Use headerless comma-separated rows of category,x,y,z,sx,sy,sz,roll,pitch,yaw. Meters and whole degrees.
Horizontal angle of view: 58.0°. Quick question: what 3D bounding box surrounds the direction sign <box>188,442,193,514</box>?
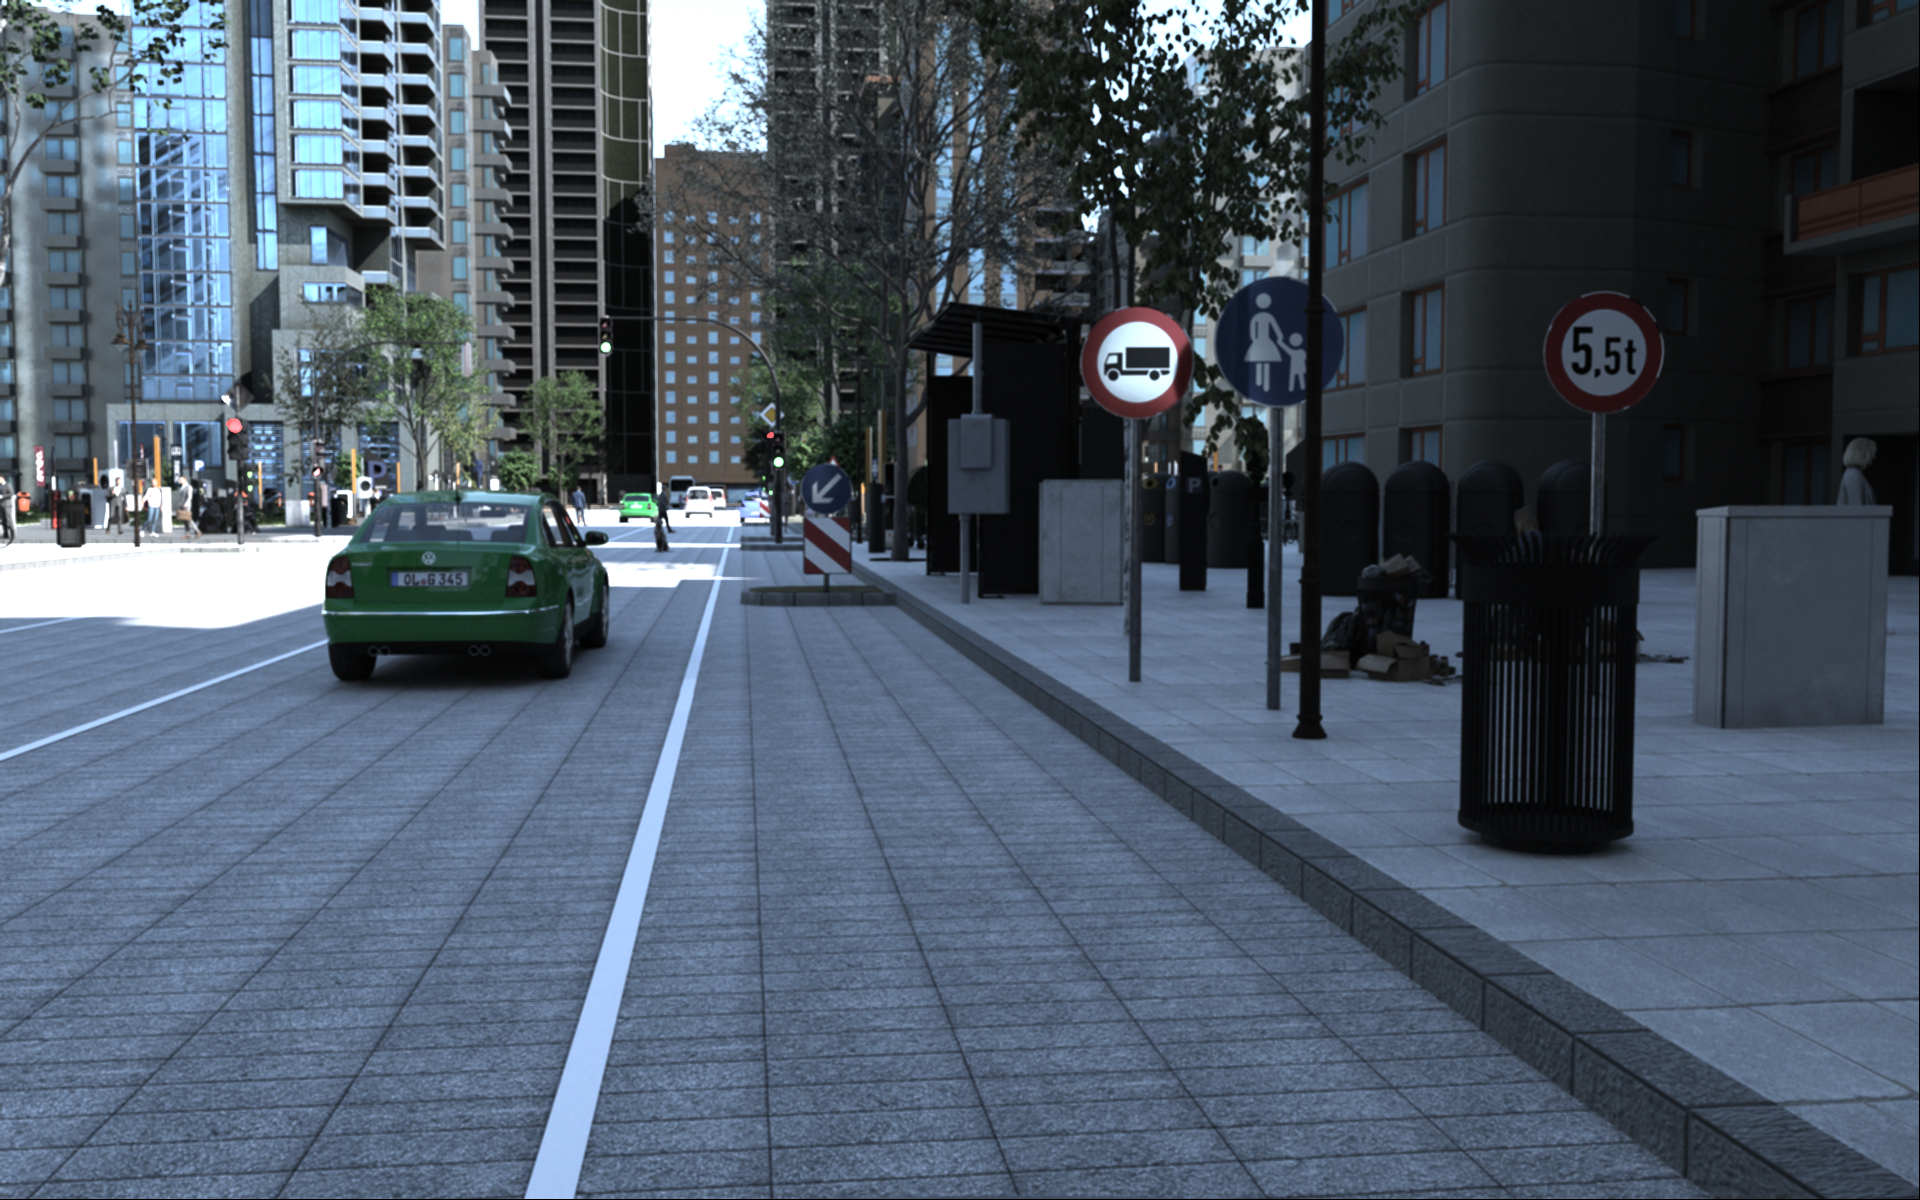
direction sign,-33.523,-5.108,75.516,0.379,3.537,0.876,-2,4,-30

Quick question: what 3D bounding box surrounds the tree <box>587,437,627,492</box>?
tree,-38.780,-14.617,189.342,4.360,8.622,3.978,0,3,0

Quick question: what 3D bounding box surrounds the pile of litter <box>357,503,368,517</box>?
pile of litter,-33.861,-5.092,97.227,1.719,0.858,1.176,-1,4,-18

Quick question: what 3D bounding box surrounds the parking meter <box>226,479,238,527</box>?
parking meter,-31.102,-4.181,74.064,0.399,1.863,0.255,0,4,-4

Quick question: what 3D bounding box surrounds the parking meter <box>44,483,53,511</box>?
parking meter,-47.521,-5.175,90.325,0.399,1.863,0.255,2,4,25

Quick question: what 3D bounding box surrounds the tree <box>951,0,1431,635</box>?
tree,1.756,-3.977,15.389,4.737,8.622,4.395,0,3,0

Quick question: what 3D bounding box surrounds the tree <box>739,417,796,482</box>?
tree,-20.402,-15.553,188.710,8.767,10.594,7.601,3,5,41

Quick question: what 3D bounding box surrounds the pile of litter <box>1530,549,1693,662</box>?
pile of litter,4.782,0.030,13.472,1.719,0.858,1.176,2,4,25

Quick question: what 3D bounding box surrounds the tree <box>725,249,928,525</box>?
tree,-4.964,-8.930,71.761,9.928,11.665,9.643,0,3,0

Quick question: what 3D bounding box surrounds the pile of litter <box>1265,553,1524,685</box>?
pile of litter,2.917,0.104,12.272,1.176,0.858,1.719,-2,4,-26

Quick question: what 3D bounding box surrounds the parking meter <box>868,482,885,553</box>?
parking meter,-1.819,-1.805,37.915,0.372,1.533,0.369,0,3,0

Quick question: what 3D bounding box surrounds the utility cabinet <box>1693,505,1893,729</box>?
utility cabinet,4.628,0.092,9.659,1.020,1.237,0.306,-1,4,-11

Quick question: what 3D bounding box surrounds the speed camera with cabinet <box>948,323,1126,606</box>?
speed camera with cabinet,0.909,-1.582,20.207,2.038,3.252,0.660,0,4,7

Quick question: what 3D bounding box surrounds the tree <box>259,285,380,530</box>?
tree,-22.429,-6.775,61.141,4.360,8.622,3.978,0,3,0

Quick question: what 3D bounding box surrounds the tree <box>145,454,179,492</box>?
tree,-38.521,-5.446,83.650,1.663,3.219,1.824,0,3,0

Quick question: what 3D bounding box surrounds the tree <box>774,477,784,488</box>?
tree,-17.739,-10.890,172.656,1.663,3.219,1.824,0,3,0

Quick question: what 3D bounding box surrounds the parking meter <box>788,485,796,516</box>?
parking meter,-9.783,-5.809,100.695,0.399,1.863,0.255,-3,5,-43

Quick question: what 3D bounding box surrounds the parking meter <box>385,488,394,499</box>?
parking meter,-24.995,-4.128,75.906,0.372,1.533,0.369,0,3,0

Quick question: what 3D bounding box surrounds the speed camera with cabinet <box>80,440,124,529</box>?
speed camera with cabinet,-31.799,-4.269,64.133,2.038,3.252,0.660,2,4,34

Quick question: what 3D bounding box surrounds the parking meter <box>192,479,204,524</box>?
parking meter,-29.085,-3.696,66.140,0.399,1.863,0.255,1,4,22

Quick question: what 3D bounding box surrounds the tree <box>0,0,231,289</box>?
tree,-19.682,-10.761,31.825,12.611,20.169,13.585,0,3,0

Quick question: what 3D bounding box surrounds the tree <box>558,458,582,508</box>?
tree,-35.386,-10.446,154.501,4.285,4.588,4.351,0,3,0

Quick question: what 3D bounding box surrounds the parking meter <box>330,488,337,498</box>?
parking meter,-25.088,-3.720,69.234,0.372,1.533,0.369,0,3,0

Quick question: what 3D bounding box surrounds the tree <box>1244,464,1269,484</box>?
tree,15.999,-6.133,94.883,1.663,3.219,1.824,0,3,0

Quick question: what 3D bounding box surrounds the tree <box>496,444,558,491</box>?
tree,-29.366,-8.010,114.685,4.285,4.588,4.351,0,3,0

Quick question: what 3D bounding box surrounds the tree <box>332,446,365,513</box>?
tree,-41.500,-8.245,118.513,4.285,4.588,4.351,0,3,0

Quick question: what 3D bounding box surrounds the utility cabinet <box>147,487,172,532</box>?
utility cabinet,-26.537,-2.979,57.386,1.173,1.500,0.318,3,5,43

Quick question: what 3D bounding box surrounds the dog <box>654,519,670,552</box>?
dog,-7.309,-1.600,42.996,0.800,0.831,0.513,-3,5,-45

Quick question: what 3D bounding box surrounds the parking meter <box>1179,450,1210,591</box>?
parking meter,3.129,-1.060,23.049,0.399,1.863,0.255,0,4,8

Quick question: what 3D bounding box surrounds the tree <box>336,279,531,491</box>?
tree,-26.331,-9.712,84.539,9.928,11.665,9.643,0,3,0

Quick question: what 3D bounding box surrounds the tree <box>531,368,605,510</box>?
tree,-32.705,-13.220,141.894,9.928,11.665,9.643,0,3,0

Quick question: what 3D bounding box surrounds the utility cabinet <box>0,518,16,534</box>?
utility cabinet,-30.734,-2.697,55.251,1.020,1.237,0.306,-1,4,-17

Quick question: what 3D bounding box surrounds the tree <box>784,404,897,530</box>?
tree,-3.785,-4.853,63.057,4.285,4.588,4.351,0,3,0

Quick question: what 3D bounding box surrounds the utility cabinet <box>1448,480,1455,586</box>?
utility cabinet,6.687,-0.940,24.042,0.318,1.500,1.173,1,4,19

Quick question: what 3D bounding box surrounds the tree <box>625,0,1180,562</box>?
tree,-1.017,-7.493,32.880,12.009,13.543,11.850,0,3,0

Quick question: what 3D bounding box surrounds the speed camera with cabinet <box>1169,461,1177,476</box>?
speed camera with cabinet,13.221,-7.105,110.503,2.038,3.252,0.660,-1,4,-13

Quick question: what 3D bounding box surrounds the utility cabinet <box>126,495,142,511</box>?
utility cabinet,-44.864,-5.048,93.690,1.020,1.237,0.306,-3,4,-38

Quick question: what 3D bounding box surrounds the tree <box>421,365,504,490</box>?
tree,-27.471,-8.826,94.665,4.737,8.622,4.395,0,3,0

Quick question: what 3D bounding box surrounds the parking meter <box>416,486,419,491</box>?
parking meter,-37.176,-6.934,119.083,0.399,1.863,0.255,3,5,44

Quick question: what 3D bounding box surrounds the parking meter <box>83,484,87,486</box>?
parking meter,-50.628,-5.773,100.098,0.255,1.863,0.399,1,4,9

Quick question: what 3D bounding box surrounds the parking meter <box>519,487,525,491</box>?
parking meter,-29.582,-6.816,117.147,0.399,1.863,0.255,-1,4,-13

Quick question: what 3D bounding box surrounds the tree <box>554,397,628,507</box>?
tree,-35.264,-14.151,165.782,7.601,10.594,8.767,-1,4,-12

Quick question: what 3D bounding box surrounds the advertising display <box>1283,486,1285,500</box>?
advertising display,16.705,-5.134,89.146,0.974,1.923,0.123,3,5,44

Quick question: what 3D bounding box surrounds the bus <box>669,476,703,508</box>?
bus,-28.786,-11.441,181.924,2.948,3.499,13.247,0,4,-6

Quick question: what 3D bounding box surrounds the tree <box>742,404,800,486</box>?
tree,-22.067,-17.518,204.551,7.486,12.596,7.792,0,3,0

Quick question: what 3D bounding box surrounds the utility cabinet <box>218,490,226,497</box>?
utility cabinet,-38.088,-4.999,90.404,1.173,1.500,0.318,1,4,14

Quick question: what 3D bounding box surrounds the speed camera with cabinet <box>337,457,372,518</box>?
speed camera with cabinet,-32.617,-6.020,92.757,2.038,3.252,0.660,-3,4,-38

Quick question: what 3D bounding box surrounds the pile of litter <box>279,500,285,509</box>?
pile of litter,-47.363,-6.513,120.447,1.176,0.858,1.719,3,4,38
